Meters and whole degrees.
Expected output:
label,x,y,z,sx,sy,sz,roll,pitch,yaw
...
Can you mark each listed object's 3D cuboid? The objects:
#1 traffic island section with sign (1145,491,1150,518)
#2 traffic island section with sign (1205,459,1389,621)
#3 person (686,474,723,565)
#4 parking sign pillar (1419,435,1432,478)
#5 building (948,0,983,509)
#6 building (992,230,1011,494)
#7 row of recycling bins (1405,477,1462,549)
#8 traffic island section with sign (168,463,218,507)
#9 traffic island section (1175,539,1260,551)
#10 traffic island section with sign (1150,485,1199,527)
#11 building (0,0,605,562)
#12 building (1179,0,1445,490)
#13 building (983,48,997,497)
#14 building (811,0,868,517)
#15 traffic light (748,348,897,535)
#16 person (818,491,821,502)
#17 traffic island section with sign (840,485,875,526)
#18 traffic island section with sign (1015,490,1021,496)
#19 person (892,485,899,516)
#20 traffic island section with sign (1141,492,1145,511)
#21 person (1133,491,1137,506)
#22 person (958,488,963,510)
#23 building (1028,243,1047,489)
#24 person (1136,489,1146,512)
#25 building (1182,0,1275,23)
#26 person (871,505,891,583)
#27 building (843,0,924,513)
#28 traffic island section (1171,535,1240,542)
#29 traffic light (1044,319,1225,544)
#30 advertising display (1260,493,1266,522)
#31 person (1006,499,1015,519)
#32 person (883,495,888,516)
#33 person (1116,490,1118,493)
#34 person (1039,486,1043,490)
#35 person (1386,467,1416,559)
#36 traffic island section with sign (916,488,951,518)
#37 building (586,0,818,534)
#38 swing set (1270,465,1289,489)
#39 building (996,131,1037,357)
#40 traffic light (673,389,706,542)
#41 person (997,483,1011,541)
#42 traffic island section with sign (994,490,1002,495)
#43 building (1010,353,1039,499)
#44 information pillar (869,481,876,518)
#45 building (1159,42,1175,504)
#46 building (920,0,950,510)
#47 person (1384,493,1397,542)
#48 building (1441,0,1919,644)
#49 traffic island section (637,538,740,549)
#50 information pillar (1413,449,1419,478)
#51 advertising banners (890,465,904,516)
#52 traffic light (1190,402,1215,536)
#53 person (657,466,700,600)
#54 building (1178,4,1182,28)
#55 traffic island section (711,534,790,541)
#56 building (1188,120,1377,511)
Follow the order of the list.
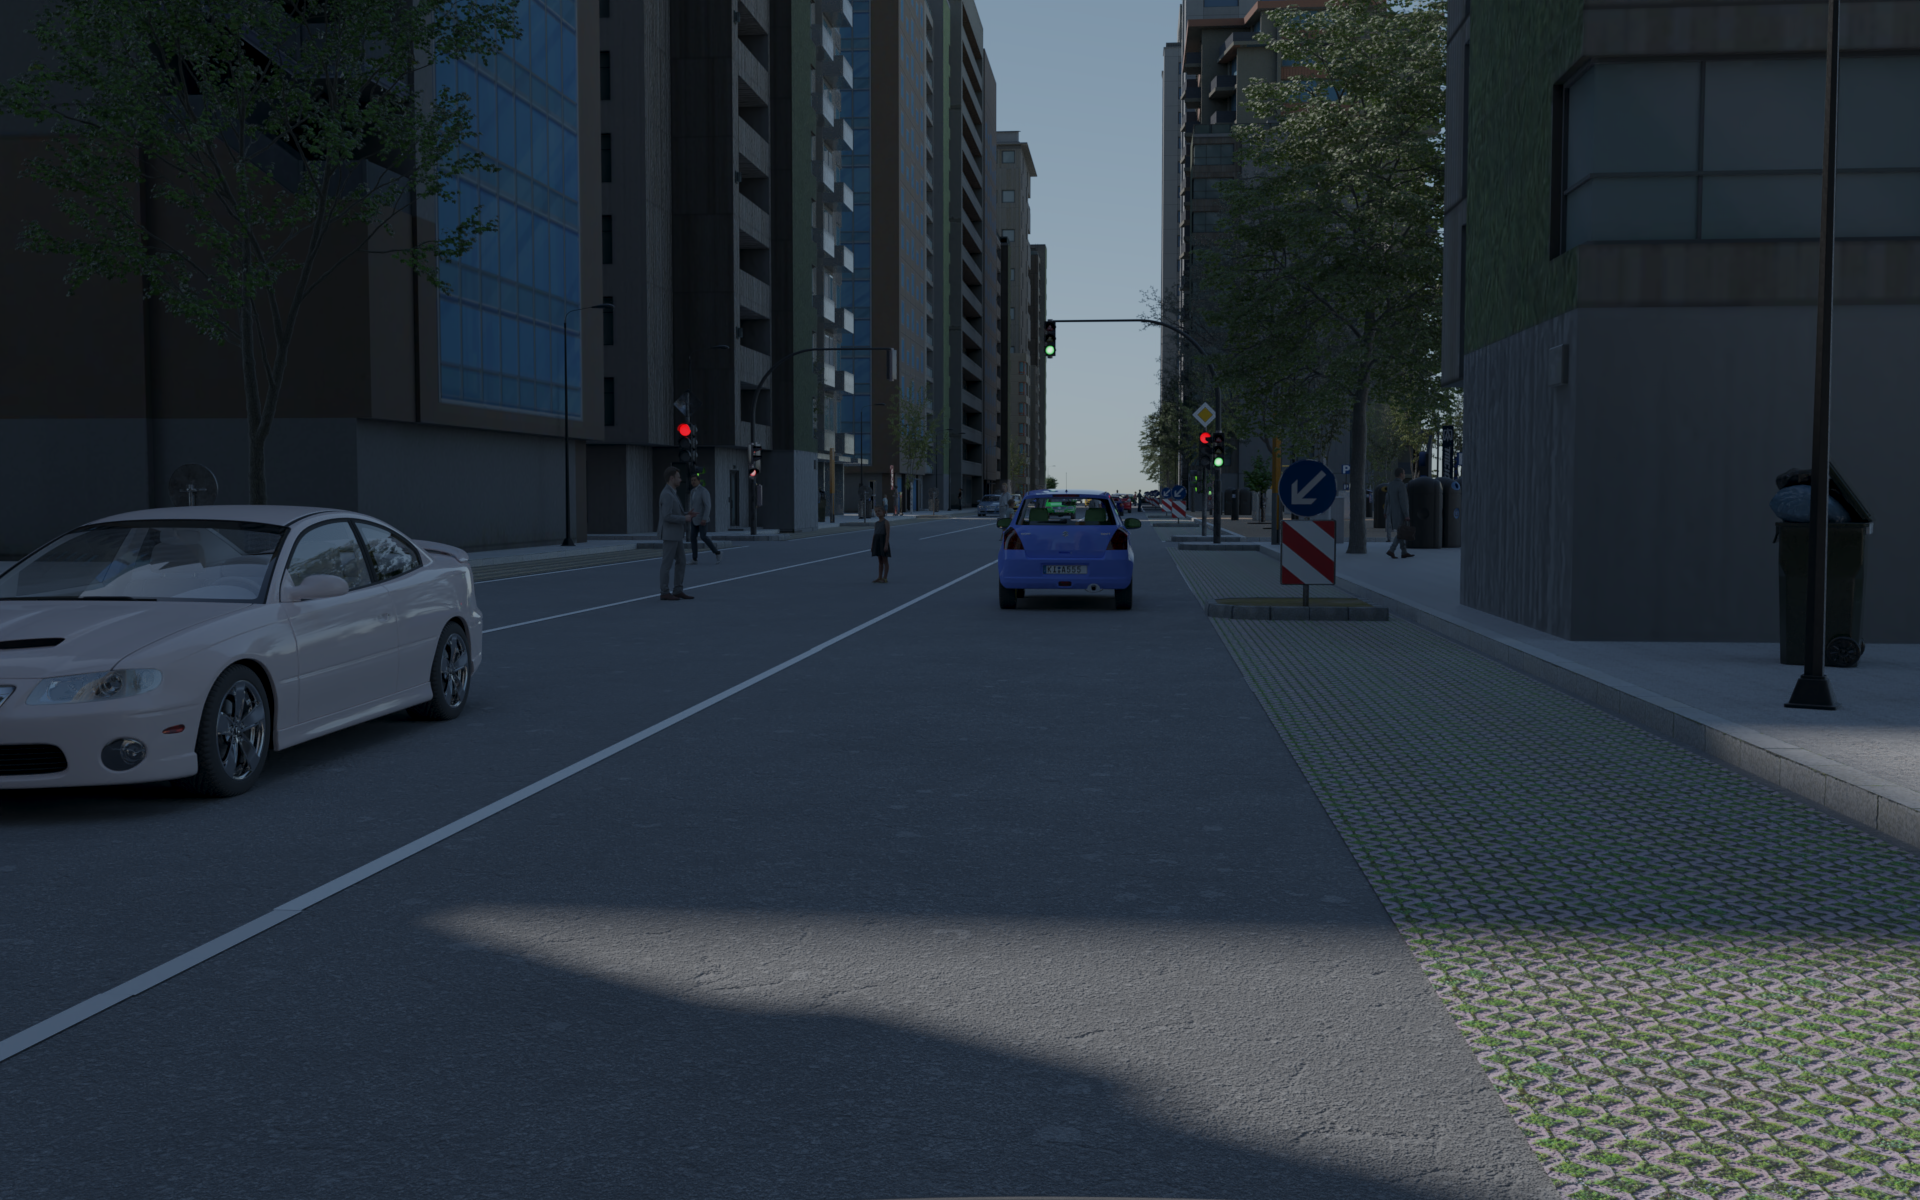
label,x,y,z,sx,sy,sz,roll,pitch,yaw
traffic island section with sign,12.126,-5.745,102.566,1.989,1.847,2.006,0,4,6
traffic island section with sign,3.913,-0.722,20.428,1.989,1.847,2.006,0,4,6
person,-5.244,-1.646,35.262,0.795,1.843,0.661,-3,4,-39
parking sign pillar,21.080,-5.502,78.433,1.447,3.967,1.447,1,4,22
building,-9.440,-32.491,154.925,21.300,48.544,21.600,0,4,6
building,-1.974,-25.413,187.200,14.160,30.474,14.107,0,4,6
row of recycling bins,11.911,-2.119,41.755,3.534,1.692,1.069,-3,5,-41
traffic island section with sign,-9.782,-0.783,21.435,1.989,1.847,2.006,0,4,6
traffic island section,6.688,-1.388,44.980,2.009,0.180,2.903,0,4,6
traffic island section with sign,9.421,-4.097,75.606,1.989,1.847,2.006,0,4,6
building,-17.226,-23.774,38.809,14.200,45.320,14.600,0,4,6
building,31.461,-30.859,159.164,22.147,44.769,28.867,0,4,6
building,-3.822,-31.951,172.516,14.600,45.320,14.200,0,4,6
building,-18.004,-28.908,92.250,23.786,49.044,30.456,0,4,6
traffic light,-4.361,-4.853,54.009,4.771,5.953,1.251,0,4,6
person,-6.524,-4.338,77.066,0.679,1.850,0.850,0,4,0
traffic island section with sign,-4.236,-4.182,76.999,1.989,1.847,2.006,0,4,6
traffic island section with sign,6.110,-10.513,180.513,1.989,1.847,2.006,0,4,6
person,-3.784,-5.800,101.206,0.374,1.781,0.599,-1,4,-11
traffic island section with sign,16.990,-8.728,151.325,1.989,1.847,2.006,0,4,6
person,20.433,-11.841,202.827,0.721,1.743,1.217,1,4,21
person,-0.059,-7.949,136.829,0.721,1.723,1.217,-1,4,-8
building,6.459,-36.241,276.138,14.154,41.232,14.086,0,4,6
person,14.460,-7.981,139.079,0.705,1.814,1.350,-2,4,-24
building,34.375,-39.455,187.082,21.231,58.520,28.212,0,4,6
person,-1.275,-0.897,27.836,0.373,1.253,0.362,-3,5,-40
building,-10.186,-28.862,122.007,14.600,45.320,14.200,0,4,6
traffic island section,7.481,-1.874,52.925,2.009,0.180,2.903,0,4,6
traffic light,4.559,-4.298,44.936,4.771,5.953,1.251,0,4,6
advertising display,13.852,-4.521,79.126,0.123,1.923,0.974,1,4,19
person,1.271,-1.947,44.580,0.590,1.304,0.306,-3,5,-45
person,-4.318,-5.438,99.640,0.332,1.250,0.352,-1,4,-9
person,14.388,-9.175,158.523,1.348,1.823,0.705,1,4,16
person,3.855,-4.587,83.596,0.694,1.812,0.767,3,5,40
person,8.796,-1.735,34.518,0.767,1.812,0.694,-1,4,-16
traffic island section with sign,-1.552,-5.822,103.821,1.989,1.847,2.006,0,4,6
building,-13.230,-17.684,60.830,14.160,30.474,14.107,0,4,6
swing set,18.734,-5.969,95.210,3.119,2.851,2.862,-2,4,-27
building,-3.614,-40.777,255.935,28.713,52.752,27.495,0,4,6
traffic light,-7.245,-3.506,46.236,0.839,4.253,0.868,0,4,6
person,1.425,-2.721,53.342,0.624,1.780,0.694,-2,4,-24
traffic island section with sign,3.409,-8.856,153.425,1.989,1.847,2.006,0,4,6
building,-4.216,-23.430,228.118,27.650,21.520,28.899,0,4,6
information pillar,-4.798,-5.527,94.861,0.304,2.012,0.304,1,4,15
building,36.929,-41.916,227.322,21.231,58.520,28.212,0,4,6
building,-8.467,-27.704,136.551,14.154,41.232,14.086,0,4,6
person,12.502,-2.512,49.849,0.678,1.792,0.850,2,4,29
building,12.984,-20.572,19.947,14.154,41.232,14.086,0,4,6
traffic island section,-7.284,-1.474,46.375,2.009,0.180,2.903,0,4,6
information pillar,23.517,-5.980,89.129,0.504,3.616,0.183,1,4,12
advertising banners,-3.800,-6.586,103.864,0.090,3.025,2.074,-2,4,-24
traffic light,7.442,-3.908,52.815,0.839,4.253,0.868,0,4,6
person,-3.803,-0.898,23.385,0.583,1.804,0.606,-1,4,-9
building,39.686,-49.792,252.358,20.563,71.187,20.611,0,4,6
traffic island section,-6.490,-1.960,54.321,2.009,0.180,2.903,0,4,6
building,25.258,-22.392,137.803,14.160,30.474,14.107,0,4,6
